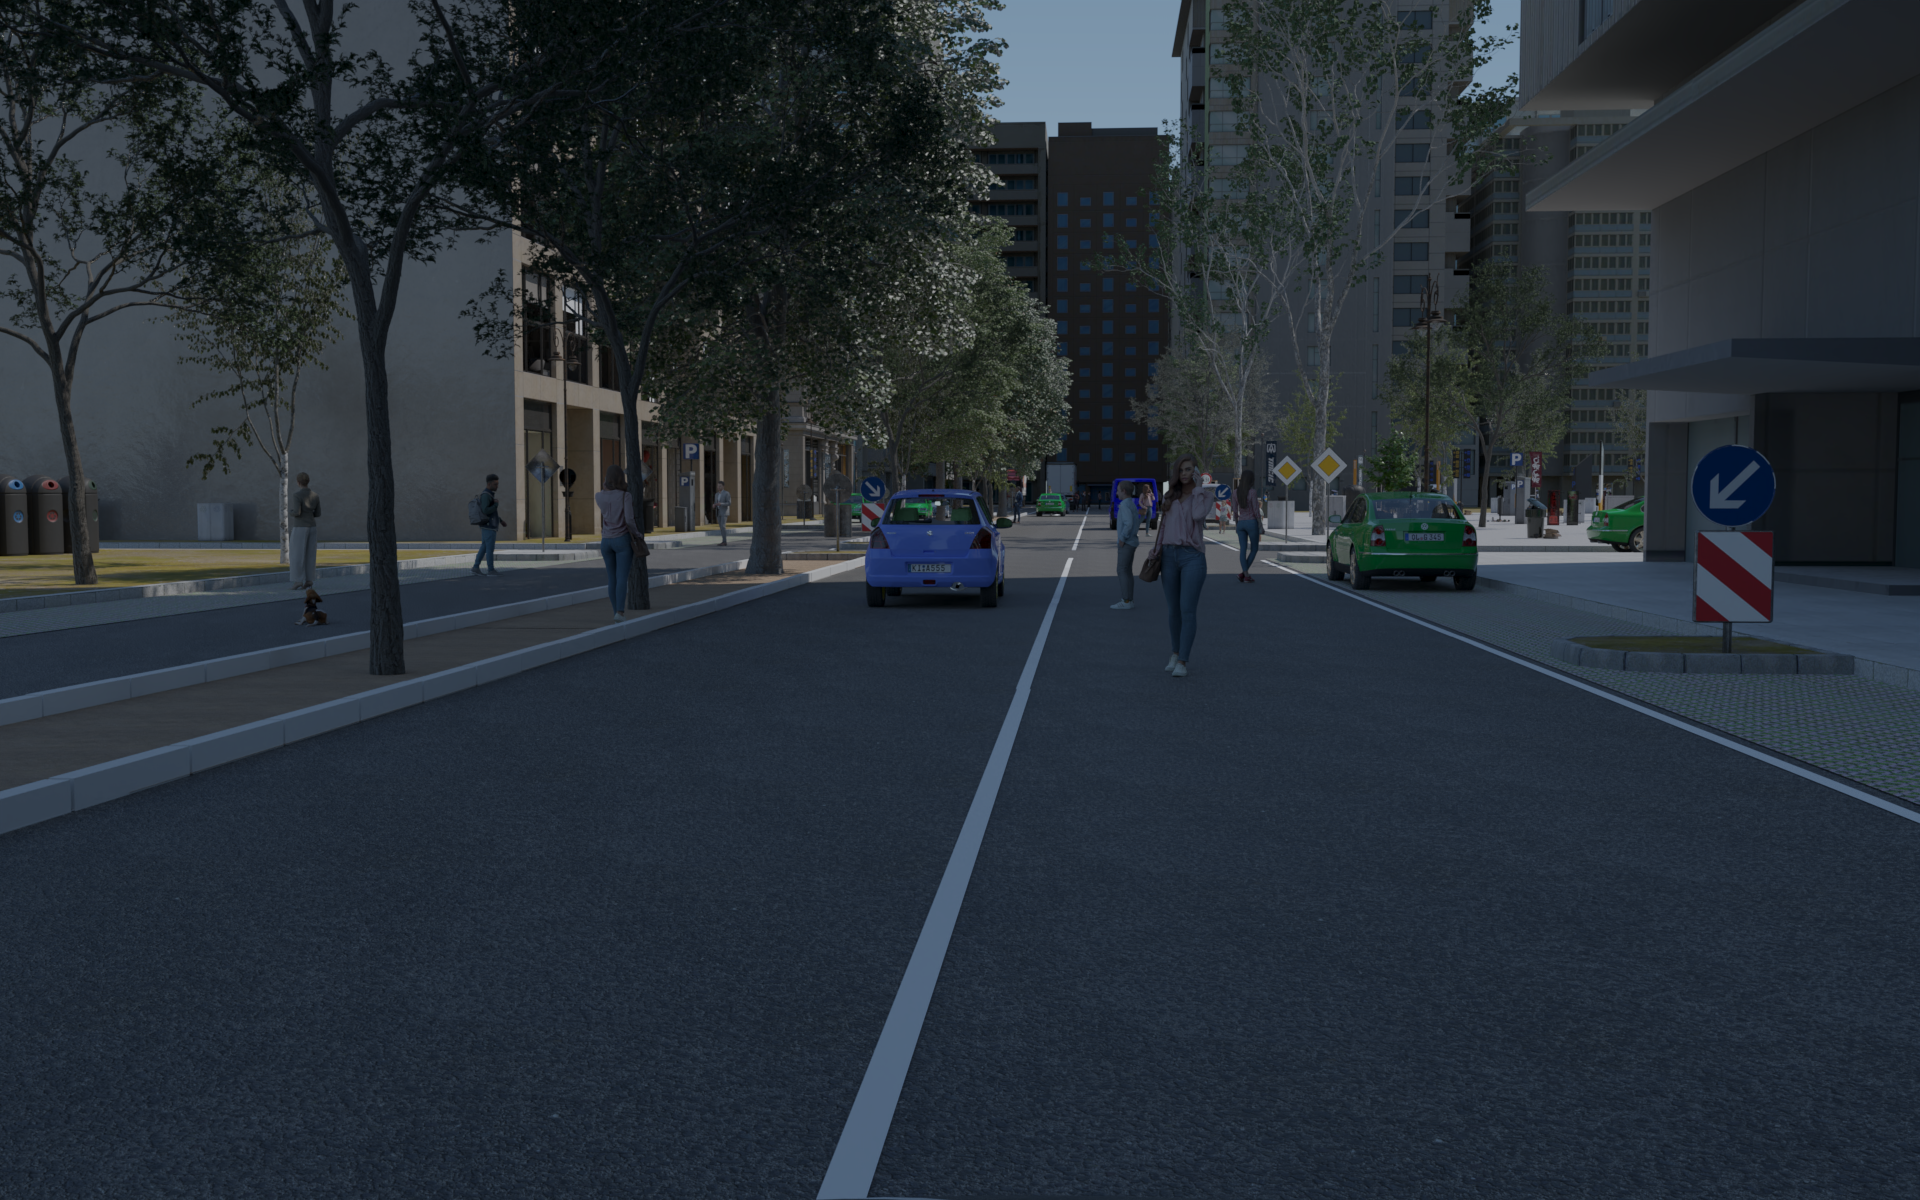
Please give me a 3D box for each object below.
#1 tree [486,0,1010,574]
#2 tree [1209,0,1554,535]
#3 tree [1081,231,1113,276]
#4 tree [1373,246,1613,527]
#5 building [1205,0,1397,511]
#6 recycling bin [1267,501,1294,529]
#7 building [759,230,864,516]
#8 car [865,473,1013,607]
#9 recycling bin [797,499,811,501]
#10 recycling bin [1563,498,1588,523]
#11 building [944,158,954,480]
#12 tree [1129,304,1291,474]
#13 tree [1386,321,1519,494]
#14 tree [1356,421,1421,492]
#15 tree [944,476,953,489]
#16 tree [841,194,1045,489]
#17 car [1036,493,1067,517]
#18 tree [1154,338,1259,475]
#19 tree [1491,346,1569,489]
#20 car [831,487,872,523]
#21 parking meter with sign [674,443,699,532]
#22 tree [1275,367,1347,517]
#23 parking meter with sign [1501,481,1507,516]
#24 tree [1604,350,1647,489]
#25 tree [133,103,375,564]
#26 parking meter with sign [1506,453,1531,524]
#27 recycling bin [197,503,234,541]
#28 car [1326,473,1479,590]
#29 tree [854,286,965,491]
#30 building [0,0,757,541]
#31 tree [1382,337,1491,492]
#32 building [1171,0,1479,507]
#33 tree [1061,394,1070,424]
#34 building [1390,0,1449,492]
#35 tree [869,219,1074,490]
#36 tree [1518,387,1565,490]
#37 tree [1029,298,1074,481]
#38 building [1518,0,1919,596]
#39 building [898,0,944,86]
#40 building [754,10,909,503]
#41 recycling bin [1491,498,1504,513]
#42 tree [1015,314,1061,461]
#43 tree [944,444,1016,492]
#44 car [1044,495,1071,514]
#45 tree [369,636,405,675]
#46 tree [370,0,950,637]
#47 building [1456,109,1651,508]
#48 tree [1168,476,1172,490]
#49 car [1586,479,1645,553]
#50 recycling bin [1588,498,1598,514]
[{"bbox_3d":[-3.506,-7.442,30.788,9.857,13.997,8.962,0,3,0],"label":"tree"},{"bbox_3d":[12.012,-12.160,54.703,12.611,20.169,13.585,0,3,0],"label":"tree"},{"bbox_3d":[12.947,-14.218,88.356,12.611,20.169,13.585,0,3,0],"label":"tree"},{"bbox_3d":[20.076,-8.054,66.093,8.767,10.594,7.601,0,4,4],"label":"tree"},{"bbox_3d":[26.366,-27.782,137.837,14.154,41.232,14.086,0,4,4],"label":"building"},{"bbox_3d":[11.795,-3.126,63.659,0.722,1.027,0.722,-3,5,-41],"label":"recycling bin"},{"bbox_3d":[-13.307,-15.313,101.271,10.553,20.767,40.483,0,4,4],"label":"building"},{"bbox_3d":[-0.275,-0.835,23.239,1.945,1.707,3.694,0,4,3],"label":"car"},{"bbox_3d":[-8.088,-4.780,90.714,0.722,1.027,0.722,-1,4,-20],"label":"recycling bin"},{"bbox_3d":[27.479,-3.972,77.491,0.722,1.027,0.722,0,4,-1],"label":"recycling bin"},{"bbox_3d":[-7.751,-30.938,189.428,14.086,41.232,14.154,0,4,4],"label":"building"},{"bbox_3d":[16.103,-12.366,112.558,12.009,13.543,11.850,0,3,0],"label":"tree"},{"bbox_3d":[20.248,-7.496,72.922,4.737,8.622,4.395,0,3,0],"label":"tree"},{"bbox_3d":[11.366,-3.143,45.988,1.663,3.219,1.824,0,3,0],"label":"tree"},{"bbox_3d":[-1.322,-11.447,181.764,1.663,3.219,1.824,0,3,0],"label":"tree"},{"bbox_3d":[-0.796,-8.729,63.298,7.486,12.596,7.792,0,3,0],"label":"tree"},{"bbox_3d":[5.859,-6.271,111.326,1.959,1.807,4.718,0,4,5],"label":"car"},{"bbox_3d":[17.550,-12.610,124.297,7.486,12.596,7.792,0,3,0],"label":"tree"},{"bbox_3d":[28.059,-8.283,85.796,4.360,8.622,3.978,0,3,0],"label":"tree"},{"bbox_3d":[-5.393,-4.759,86.613,1.959,1.807,4.718,0,4,6],"label":"car"},{"bbox_3d":[-9.304,-3.827,58.825,0.543,3.016,1.738,0,4,4],"label":"parking meter with sign"},{"bbox_3d":[19.701,-8.982,97.216,4.737,8.622,4.395,0,3,0],"label":"tree"},{"bbox_3d":[32.333,-6.455,101.804,0.543,3.016,1.738,-1,4,-19],"label":"parking meter with sign"},{"bbox_3d":[33.627,-8.208,84.569,4.360,8.622,3.978,0,3,0],"label":"tree"},{"bbox_3d":[-12.647,-4.984,31.853,4.360,8.622,3.978,0,3,0],"label":"tree"},{"bbox_3d":[24.018,-4.744,73.822,0.543,3.016,1.738,3,4,39],"label":"parking meter with sign"},{"bbox_3d":[-20.377,-2.132,47.417,0.722,1.027,0.722,0,4,-2],"label":"recycling bin"},{"bbox_3d":[6.834,-1.117,27.060,1.959,1.807,4.718,0,4,4],"label":"car"},{"bbox_3d":[-1.827,-6.273,55.391,4.360,8.622,3.978,0,3,0],"label":"tree"},{"bbox_3d":[-20.394,-15.888,64.286,19.350,26.468,34.151,0,4,4],"label":"building"},{"bbox_3d":[21.110,-7.847,78.654,4.360,8.622,3.978,0,3,0],"label":"tree"},{"bbox_3d":[36.725,-36.061,178.833,28.713,52.752,27.495,0,4,4],"label":"building"},{"bbox_3d":[1.368,-9.174,86.863,8.767,10.594,7.601,0,4,4],"label":"tree"},{"bbox_3d":[30.944,-43.787,154.169,20.563,71.187,20.611,0,4,4],"label":"building"},{"bbox_3d":[-0.094,-9.323,71.897,9.611,12.733,9.660,0,3,0],"label":"tree"},{"bbox_3d":[36.286,-9.780,110.257,4.737,8.622,4.395,0,3,0],"label":"tree"},{"bbox_3d":[2.632,-12.168,108.053,9.857,13.997,8.962,0,3,0],"label":"tree"},{"bbox_3d":[23.111,-26.246,18.354,28.713,52.752,27.495,0,4,4],"label":"building"},{"bbox_3d":[-13.038,-32.958,162.572,21.300,48.544,21.600,0,4,4],"label":"building"},{"bbox_3d":[-16.193,-31.628,136.733,23.786,49.044,30.456,0,4,4],"label":"building"},{"bbox_3d":[36.151,-6.346,116.311,0.722,1.027,0.722,-3,5,-41],"label":"recycling bin"},{"bbox_3d":[-1.709,-6.846,48.802,8.767,10.594,7.601,0,4,4],"label":"tree"},{"bbox_3d":[1.412,-8.586,93.195,4.737,8.622,4.395,0,3,0],"label":"tree"},{"bbox_3d":[7.067,-6.988,126.249,2.014,1.417,4.499,0,4,5],"label":"car"},{"bbox_3d":[-4.488,-4.702,13.753,8.767,10.594,7.601,0,4,4],"label":"tree"},{"bbox_3d":[-3.917,-5.171,21.419,8.767,10.594,7.601,0,4,4],"label":"tree"},{"bbox_3d":[63.046,-29.512,174.410,23.993,40.220,32.217,0,4,4],"label":"building"},{"bbox_3d":[19.637,-10.126,160.165,1.663,3.219,1.824,0,3,0],"label":"tree"},{"bbox_3d":[17.415,-1.977,41.126,4.718,1.807,1.959,0,4,6],"label":"car"},{"bbox_3d":[41.410,-6.166,113.360,0.722,1.027,0.722,-2,4,-34],"label":"recycling bin"}]
